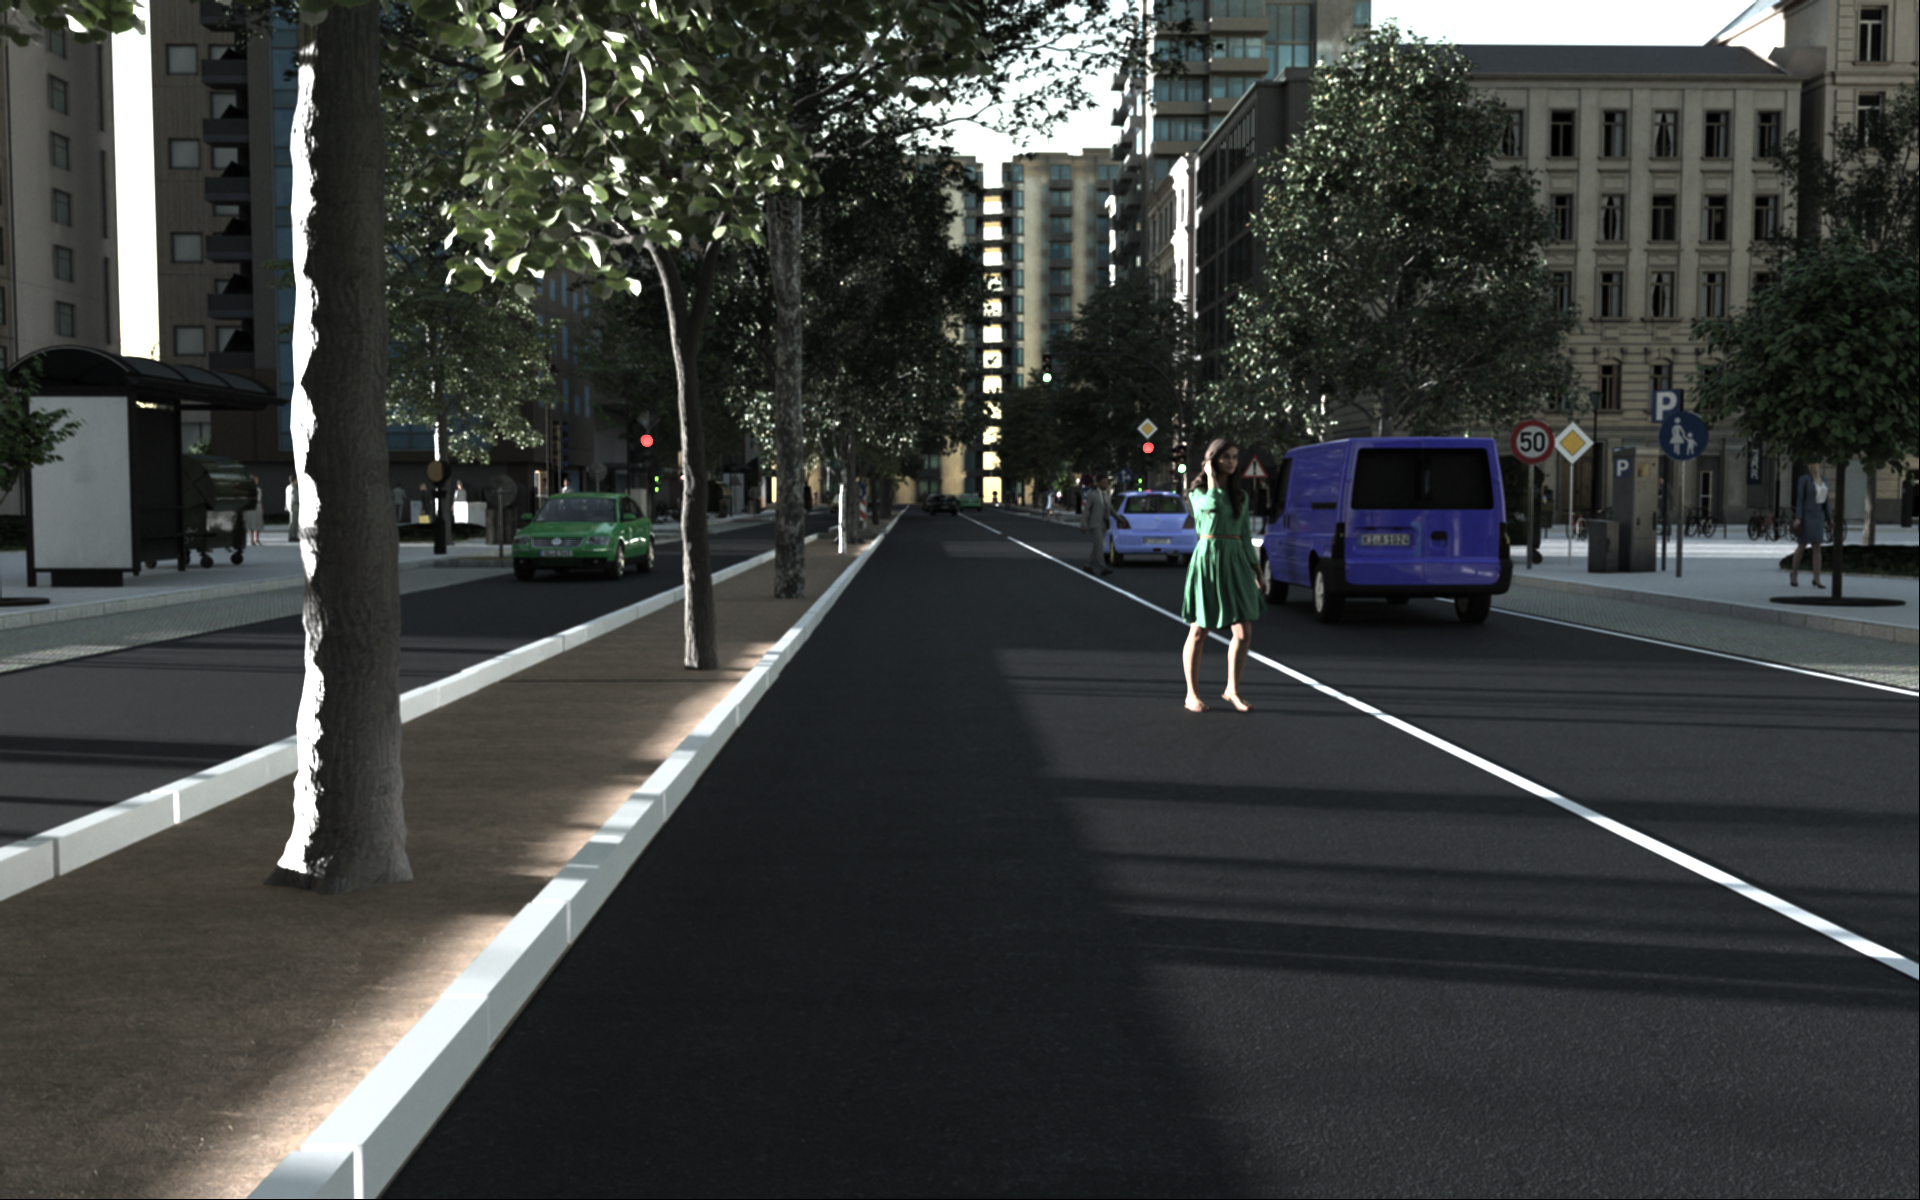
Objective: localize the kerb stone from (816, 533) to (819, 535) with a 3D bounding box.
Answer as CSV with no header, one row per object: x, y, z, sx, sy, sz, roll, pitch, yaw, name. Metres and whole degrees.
-4.577,-1.950,54.079,0.120,0.150,1.000,0,4,-1,kerb stone

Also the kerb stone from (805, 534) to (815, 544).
-4.523,-1.824,52.024,0.120,0.150,1.000,0,4,-1,kerb stone

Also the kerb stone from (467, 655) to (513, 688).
-3.577,0.557,13.093,0.120,0.150,1.000,0,4,-1,kerb stone

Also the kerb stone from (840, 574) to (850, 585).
-1.803,-0.260,26.449,0.120,0.150,1.000,0,4,-1,kerb stone

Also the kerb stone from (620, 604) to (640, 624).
-3.728,0.184,19.237,0.120,0.150,1.000,0,4,-1,kerb stone

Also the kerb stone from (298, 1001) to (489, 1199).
-1.251,1.118,3.917,0.120,0.150,1.000,0,4,-1,kerb stone

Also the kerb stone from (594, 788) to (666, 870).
-1.330,0.930,6.987,0.120,0.150,1.000,0,4,-1,kerb stone

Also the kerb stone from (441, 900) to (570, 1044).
-1.282,1.055,4.943,0.120,0.150,1.000,0,4,-1,kerb stone

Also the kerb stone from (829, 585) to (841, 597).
-1.725,-0.067,23.371,0.120,0.150,1.000,0,4,-1,kerb stone

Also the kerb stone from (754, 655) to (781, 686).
-1.473,0.555,13.128,0.120,0.150,1.000,0,4,-1,kerb stone

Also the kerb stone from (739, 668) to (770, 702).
-1.452,0.617,12.104,0.120,0.150,1.000,0,4,-1,kerb stone

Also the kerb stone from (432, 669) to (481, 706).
-3.545,0.627,12.070,0.120,0.150,1.000,0,4,-1,kerb stone

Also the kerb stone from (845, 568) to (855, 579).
-1.854,-0.385,28.495,0.120,0.150,1.000,0,4,-1,kerb stone

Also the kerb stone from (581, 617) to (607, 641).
-3.675,0.309,17.186,0.120,0.150,1.000,0,4,-1,kerb stone

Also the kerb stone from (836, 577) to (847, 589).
-1.777,-0.198,25.427,0.120,0.150,1.000,0,4,-1,kerb stone

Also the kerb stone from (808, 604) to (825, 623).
-1.621,0.178,19.281,0.120,0.150,1.000,0,4,-1,kerb stone

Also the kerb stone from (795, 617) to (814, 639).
-1.570,0.304,17.224,0.120,0.150,1.000,0,4,-1,kerb stone

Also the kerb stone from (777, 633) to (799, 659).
-1.527,0.430,15.181,0.120,0.150,1.000,0,4,-1,kerb stone

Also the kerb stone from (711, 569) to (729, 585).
-3.953,-0.376,28.456,0.120,0.150,1.000,0,4,-1,kerb stone

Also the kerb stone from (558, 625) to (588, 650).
-3.649,0.372,16.161,0.120,0.150,1.000,0,4,-1,kerb stone

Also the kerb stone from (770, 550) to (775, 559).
-4.173,-0.945,37.664,0.120,0.150,1.000,0,4,-1,kerb stone

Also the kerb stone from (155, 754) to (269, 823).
-3.446,0.870,7.977,0.120,0.150,1.000,0,4,-1,kerb stone

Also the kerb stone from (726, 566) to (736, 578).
-3.976,-0.442,29.478,0.120,0.150,1.000,0,4,-1,kerb stone

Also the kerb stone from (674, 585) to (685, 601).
-3.823,-0.070,23.344,0.120,0.150,1.000,0,4,-1,kerb stone

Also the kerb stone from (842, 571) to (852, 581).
-1.827,-0.323,27.473,0.120,0.150,1.000,0,4,-1,kerb stone

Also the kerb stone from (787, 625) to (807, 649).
-1.550,0.367,16.203,0.120,0.150,1.000,0,4,-1,kerb stone

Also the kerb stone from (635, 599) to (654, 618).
-3.745,0.118,20.264,0.120,0.150,1.000,0,4,-1,kerb stone

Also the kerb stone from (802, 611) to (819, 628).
-1.600,0.247,18.252,0.120,0.150,1.000,0,4,-1,kerb stone

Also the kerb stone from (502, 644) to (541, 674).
-3.606,0.494,14.115,0.120,0.150,1.000,0,4,-1,kerb stone

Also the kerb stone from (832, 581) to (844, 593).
-1.751,-0.131,24.394,0.120,0.150,1.000,0,4,-1,kerb stone

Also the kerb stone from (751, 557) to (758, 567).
-4.074,-0.684,33.568,0.120,0.150,1.000,0,4,-1,kerb stone

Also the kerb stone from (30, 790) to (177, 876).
-3.425,0.933,6.945,0.120,0.150,1.000,0,4,-1,kerb stone

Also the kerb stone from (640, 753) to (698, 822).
-1.350,0.868,8.008,0.120,0.150,1.000,0,4,-1,kerb stone

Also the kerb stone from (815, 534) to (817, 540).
-4.548,-1.887,53.050,0.120,0.150,1.000,0,4,-1,kerb stone

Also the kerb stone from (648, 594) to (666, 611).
-3.773,0.056,21.286,0.120,0.150,1.000,0,4,-1,kerb stone

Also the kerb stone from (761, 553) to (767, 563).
-4.121,-0.821,35.612,0.120,0.150,1.000,0,4,-1,kerb stone

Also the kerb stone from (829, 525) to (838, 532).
-4.890,-2.735,66.926,0.120,0.150,1.000,0,4,-1,kerb stone

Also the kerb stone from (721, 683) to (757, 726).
-1.425,0.680,11.082,0.120,0.150,1.000,0,4,-1,kerb stone

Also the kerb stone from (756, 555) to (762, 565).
-4.103,-0.758,34.589,0.120,0.150,1.000,0,4,-1,kerb stone

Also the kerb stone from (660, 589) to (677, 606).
-3.811,-0.006,22.312,0.120,0.150,1.000,0,4,-1,kerb stone

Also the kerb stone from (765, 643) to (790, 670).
-1.508,0.492,14.159,0.120,0.150,1.000,0,4,-1,kerb stone

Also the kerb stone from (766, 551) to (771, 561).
-4.153,-0.883,36.639,0.120,0.150,1.000,0,4,-1,kerb stone

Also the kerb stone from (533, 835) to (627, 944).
-1.301,0.993,5.965,0.120,0.150,1.000,0,4,-1,kerb stone

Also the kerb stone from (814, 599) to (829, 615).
-1.651,0.119,20.303,0.120,0.150,1.000,0,4,-1,kerb stone

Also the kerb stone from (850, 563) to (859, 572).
-1.913,-0.511,30.547,0.120,0.150,1.000,0,4,-1,kerb stone

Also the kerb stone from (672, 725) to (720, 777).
-1.382,0.807,9.039,0.120,0.150,1.000,0,4,-1,kerb stone

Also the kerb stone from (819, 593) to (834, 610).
-1.674,0.053,21.325,0.120,0.150,1.000,0,4,-1,kerb stone

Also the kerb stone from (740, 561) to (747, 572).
-4.025,-0.570,31.523,0.120,0.150,1.000,0,4,-1,kerb stone

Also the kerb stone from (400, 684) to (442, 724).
-3.522,0.684,11.048,0.120,0.150,1.000,0,4,-1,kerb stone

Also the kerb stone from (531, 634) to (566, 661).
-3.633,0.434,15.138,0.120,0.150,1.000,0,4,-1,kerb stone

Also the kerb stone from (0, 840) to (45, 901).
-3.410,0.995,5.922,0.120,0.150,1.000,0,4,-1,kerb stone

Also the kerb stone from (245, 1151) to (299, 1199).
-1.233,1.181,2.890,0.120,0.150,1.000,0,4,-1,kerb stone

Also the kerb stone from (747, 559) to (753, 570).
-4.055,-0.628,32.546,0.120,0.150,1.000,0,4,-1,kerb stone

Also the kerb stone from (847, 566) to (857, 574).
-1.879,-0.448,29.526,0.120,0.150,1.000,0,4,-1,kerb stone

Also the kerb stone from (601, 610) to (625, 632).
-3.698,0.244,18.207,0.120,0.150,1.000,0,4,-1,kerb stone

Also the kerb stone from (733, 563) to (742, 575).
-3.998,-0.508,30.501,0.120,0.150,1.000,0,4,-1,kerb stone

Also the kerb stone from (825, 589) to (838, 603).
-1.697,-0.008,22.346,0.120,0.150,1.000,0,4,-1,kerb stone

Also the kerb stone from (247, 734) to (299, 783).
-3.474,0.807,8.999,0.120,0.150,1.000,0,4,-1,kerb stone

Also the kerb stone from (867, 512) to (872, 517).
-6.165,-5.933,119.202,0.120,0.150,1.000,0,4,-1,kerb stone

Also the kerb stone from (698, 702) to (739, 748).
-1.409,0.742,10.061,0.120,0.150,1.000,0,4,-1,kerb stone
